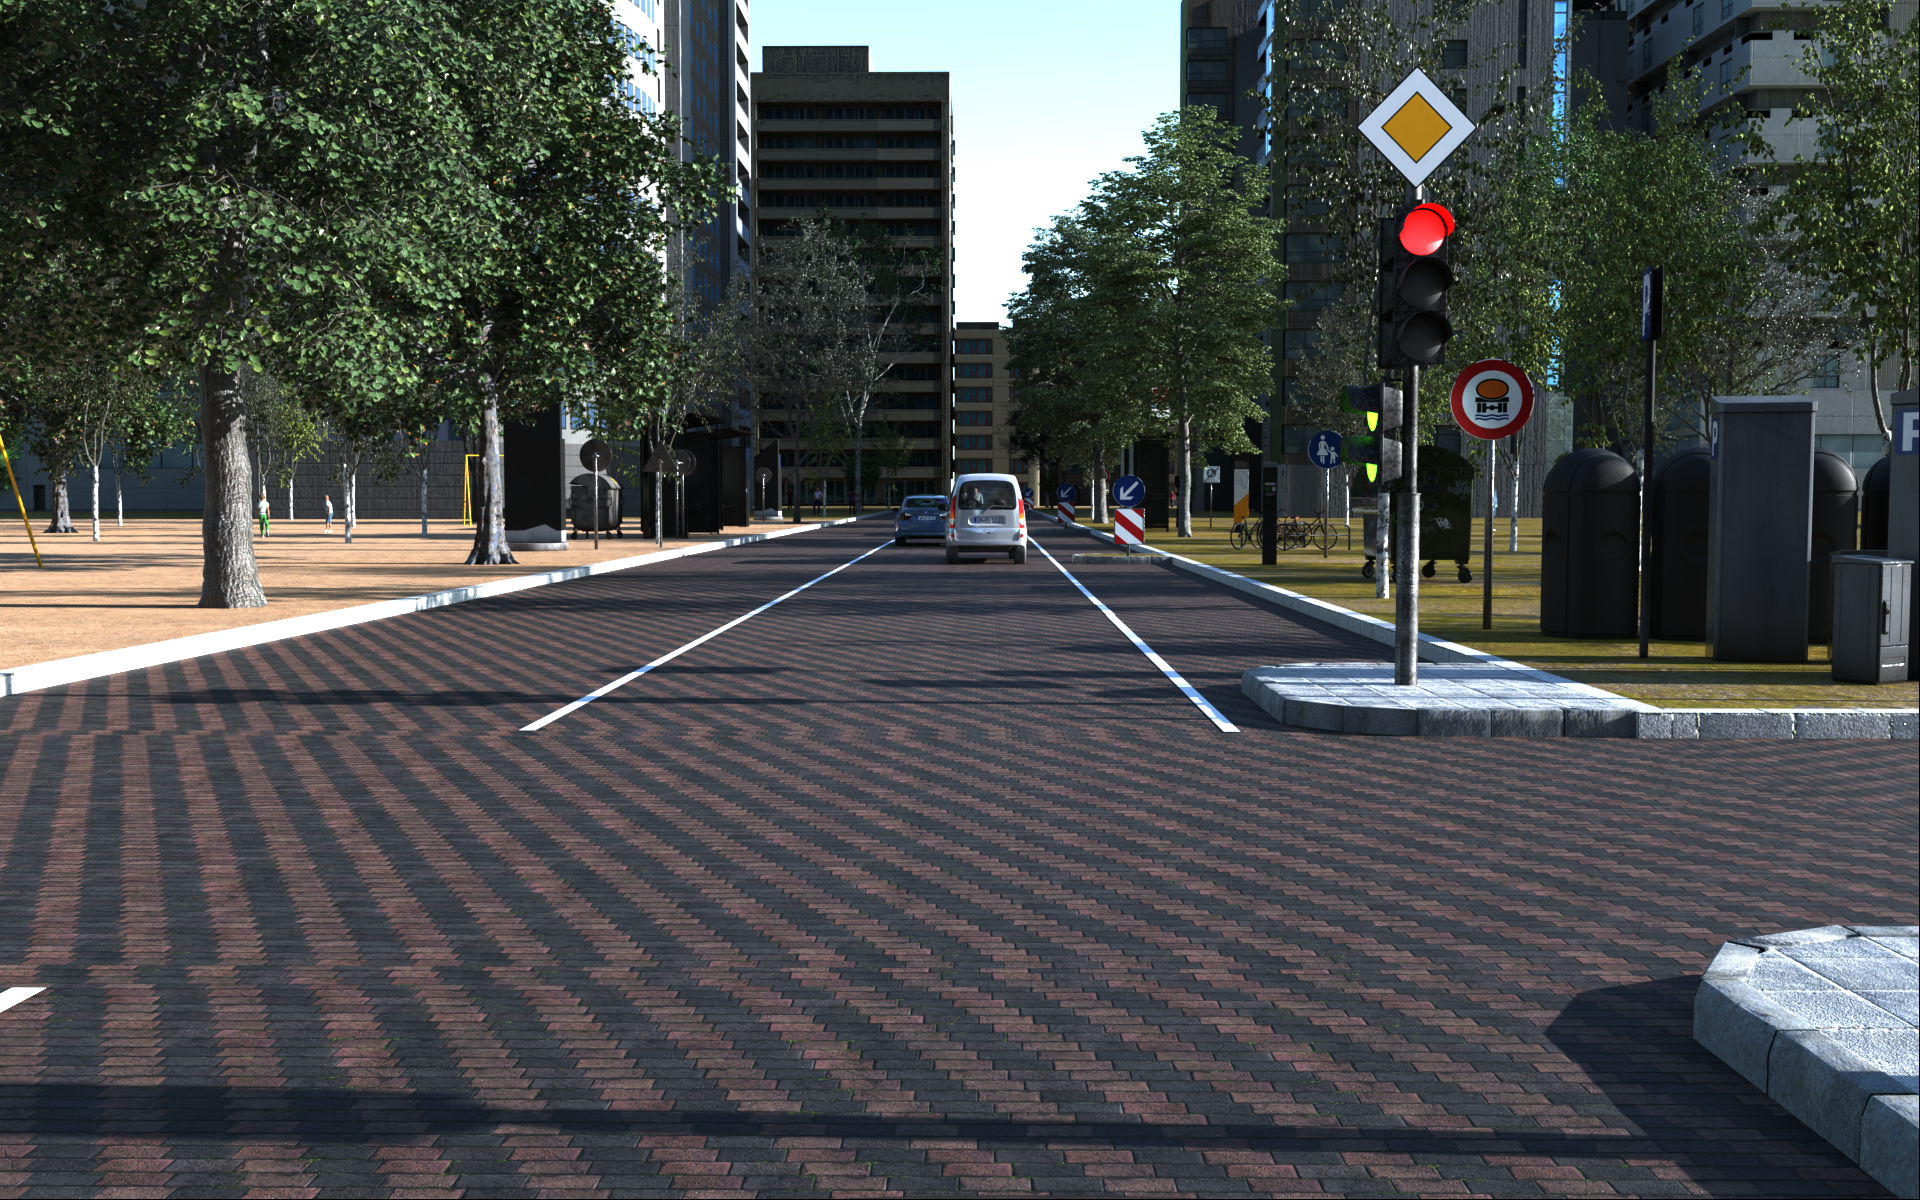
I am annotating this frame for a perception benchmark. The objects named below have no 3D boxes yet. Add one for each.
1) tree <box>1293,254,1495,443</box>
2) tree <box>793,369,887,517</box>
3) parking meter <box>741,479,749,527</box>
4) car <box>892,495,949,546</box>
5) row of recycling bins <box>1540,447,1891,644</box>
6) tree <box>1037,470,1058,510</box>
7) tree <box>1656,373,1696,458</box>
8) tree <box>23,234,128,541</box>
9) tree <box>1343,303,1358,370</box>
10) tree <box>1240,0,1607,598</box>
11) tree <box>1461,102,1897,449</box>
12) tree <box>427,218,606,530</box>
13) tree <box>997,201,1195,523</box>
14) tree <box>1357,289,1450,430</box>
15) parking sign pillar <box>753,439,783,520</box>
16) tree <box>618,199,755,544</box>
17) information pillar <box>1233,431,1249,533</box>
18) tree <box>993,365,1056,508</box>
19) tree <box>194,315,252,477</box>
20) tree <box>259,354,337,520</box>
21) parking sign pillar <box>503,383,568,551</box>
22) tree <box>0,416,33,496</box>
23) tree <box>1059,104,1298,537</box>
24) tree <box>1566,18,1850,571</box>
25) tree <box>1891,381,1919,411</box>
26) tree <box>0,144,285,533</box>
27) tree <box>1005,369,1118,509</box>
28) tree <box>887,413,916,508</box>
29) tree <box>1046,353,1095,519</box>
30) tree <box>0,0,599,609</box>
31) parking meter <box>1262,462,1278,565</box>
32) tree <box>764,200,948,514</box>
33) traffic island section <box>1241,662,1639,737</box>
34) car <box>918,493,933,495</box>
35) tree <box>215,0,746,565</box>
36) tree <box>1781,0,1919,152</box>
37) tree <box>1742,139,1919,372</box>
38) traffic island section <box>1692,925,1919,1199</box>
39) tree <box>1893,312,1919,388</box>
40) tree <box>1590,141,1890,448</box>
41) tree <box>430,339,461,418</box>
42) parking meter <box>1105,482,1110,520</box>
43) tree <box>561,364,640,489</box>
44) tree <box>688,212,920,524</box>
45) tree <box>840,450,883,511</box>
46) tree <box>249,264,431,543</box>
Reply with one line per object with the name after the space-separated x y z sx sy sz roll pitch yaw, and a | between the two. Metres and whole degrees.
20.509 -10.340 79.428 12.009 13.543 11.850 0 3 0 | tree
-7.405 -8.906 95.974 4.737 8.622 4.395 0 3 0 | tree
-8.538 -3.834 68.404 0.399 1.863 0.255 -2 4 -24 | parking meter
-0.944 -2.272 49.153 2.014 1.417 4.499 0 4 0 | car
7.012 -0.501 15.301 3.534 1.692 1.069 1 4 12 | row of recycling bins
7.324 -8.941 140.792 1.663 3.219 1.824 0 3 0 | tree
32.091 -8.009 81.307 4.360 8.622 3.978 0 3 0 | tree
-23.597 -5.920 47.152 4.360 8.622 3.978 0 3 0 | tree
14.740 -6.515 56.885 4.737 8.622 4.395 0 3 0 | tree
5.450 -4.331 21.180 4.360 8.622 3.978 0 3 0 | tree
17.227 -7.403 46.801 9.928 11.665 9.643 0 3 0 | tree
-15.722 -8.311 61.640 9.928 11.665 9.643 0 3 0 | tree
6.213 -10.329 75.531 9.857 13.997 8.962 0 3 0 | tree
12.233 -5.401 38.676 4.737 8.622 4.395 0 3 0 | tree
-9.403 -5.889 84.751 1.447 3.967 1.447 1 4 19 | parking sign pillar
-7.516 -5.749 44.355 4.360 8.622 3.978 0 3 0 | tree
9.307 -4.037 57.358 0.504 3.616 0.183 1 4 14 | information pillar
8.101 -15.399 162.140 12.009 13.543 11.850 0 3 0 | tree
-28.575 -7.358 70.667 4.360 8.622 3.978 0 3 0 | tree
-32.655 -8.224 84.817 4.737 8.622 4.395 0 3 0 | tree
-9.654 -3.109 39.308 1.447 3.967 1.447 0 4 1 | parking sign pillar
-49.559 -6.821 74.433 20.602 7.101 11.467 0 4 -7 | tree
6.390 -8.135 51.131 7.486 12.596 7.792 0 3 0 | tree
11.485 -4.809 28.988 4.737 8.622 4.395 0 3 0 | tree
47.686 -6.344 66.639 20.602 7.101 11.467 1 4 15 | tree
-29.639 -8.555 56.878 9.611 12.733 9.660 0 3 0 | tree
7.783 -11.848 128.127 8.767 10.594 7.601 -1 4 -13 | tree
-6.116 -12.514 154.968 4.737 8.622 4.395 0 3 0 | tree
6.441 -8.367 87.160 4.360 8.622 3.978 0 3 0 | tree
-8.263 -6.883 19.193 9.857 13.997 8.962 0 3 0 | tree
5.618 -1.571 31.400 0.255 1.863 0.399 1 4 9 | parking meter
-6.732 -15.607 111.062 12.611 20.169 13.585 0 3 0 | tree
3.027 0.649 11.673 2.009 0.180 2.903 0 4 1 | traffic island section
-2.942 -8.420 146.459 1.959 1.807 4.718 0 4 0 | car
-8.709 -7.009 31.599 9.611 12.733 9.660 0 3 0 | tree
11.437 -4.323 21.036 4.737 8.622 4.395 0 3 0 | tree
27.647 -7.282 44.812 9.928 11.665 9.643 0 3 0 | tree
2.919 1.137 3.689 2.009 0.180 2.903 0 4 1 | traffic island section
30.448 -6.195 51.644 4.360 8.622 3.978 0 3 0 | tree
26.907 -9.218 61.085 12.009 13.543 11.850 0 3 0 | tree
-16.192 -6.197 51.686 4.360 8.622 3.978 0 3 0 | tree
7.001 -4.758 83.498 0.255 1.863 0.399 -2 4 -34 | parking meter
-15.002 -7.563 74.017 4.737 8.622 4.395 0 3 0 | tree
-6.944 -10.056 74.778 12.009 13.543 11.850 0 3 0 | tree
-7.371 -8.924 129.628 4.285 4.588 4.351 0 3 0 | tree
-15.855 -5.766 44.642 4.360 8.622 3.978 0 3 0 | tree
